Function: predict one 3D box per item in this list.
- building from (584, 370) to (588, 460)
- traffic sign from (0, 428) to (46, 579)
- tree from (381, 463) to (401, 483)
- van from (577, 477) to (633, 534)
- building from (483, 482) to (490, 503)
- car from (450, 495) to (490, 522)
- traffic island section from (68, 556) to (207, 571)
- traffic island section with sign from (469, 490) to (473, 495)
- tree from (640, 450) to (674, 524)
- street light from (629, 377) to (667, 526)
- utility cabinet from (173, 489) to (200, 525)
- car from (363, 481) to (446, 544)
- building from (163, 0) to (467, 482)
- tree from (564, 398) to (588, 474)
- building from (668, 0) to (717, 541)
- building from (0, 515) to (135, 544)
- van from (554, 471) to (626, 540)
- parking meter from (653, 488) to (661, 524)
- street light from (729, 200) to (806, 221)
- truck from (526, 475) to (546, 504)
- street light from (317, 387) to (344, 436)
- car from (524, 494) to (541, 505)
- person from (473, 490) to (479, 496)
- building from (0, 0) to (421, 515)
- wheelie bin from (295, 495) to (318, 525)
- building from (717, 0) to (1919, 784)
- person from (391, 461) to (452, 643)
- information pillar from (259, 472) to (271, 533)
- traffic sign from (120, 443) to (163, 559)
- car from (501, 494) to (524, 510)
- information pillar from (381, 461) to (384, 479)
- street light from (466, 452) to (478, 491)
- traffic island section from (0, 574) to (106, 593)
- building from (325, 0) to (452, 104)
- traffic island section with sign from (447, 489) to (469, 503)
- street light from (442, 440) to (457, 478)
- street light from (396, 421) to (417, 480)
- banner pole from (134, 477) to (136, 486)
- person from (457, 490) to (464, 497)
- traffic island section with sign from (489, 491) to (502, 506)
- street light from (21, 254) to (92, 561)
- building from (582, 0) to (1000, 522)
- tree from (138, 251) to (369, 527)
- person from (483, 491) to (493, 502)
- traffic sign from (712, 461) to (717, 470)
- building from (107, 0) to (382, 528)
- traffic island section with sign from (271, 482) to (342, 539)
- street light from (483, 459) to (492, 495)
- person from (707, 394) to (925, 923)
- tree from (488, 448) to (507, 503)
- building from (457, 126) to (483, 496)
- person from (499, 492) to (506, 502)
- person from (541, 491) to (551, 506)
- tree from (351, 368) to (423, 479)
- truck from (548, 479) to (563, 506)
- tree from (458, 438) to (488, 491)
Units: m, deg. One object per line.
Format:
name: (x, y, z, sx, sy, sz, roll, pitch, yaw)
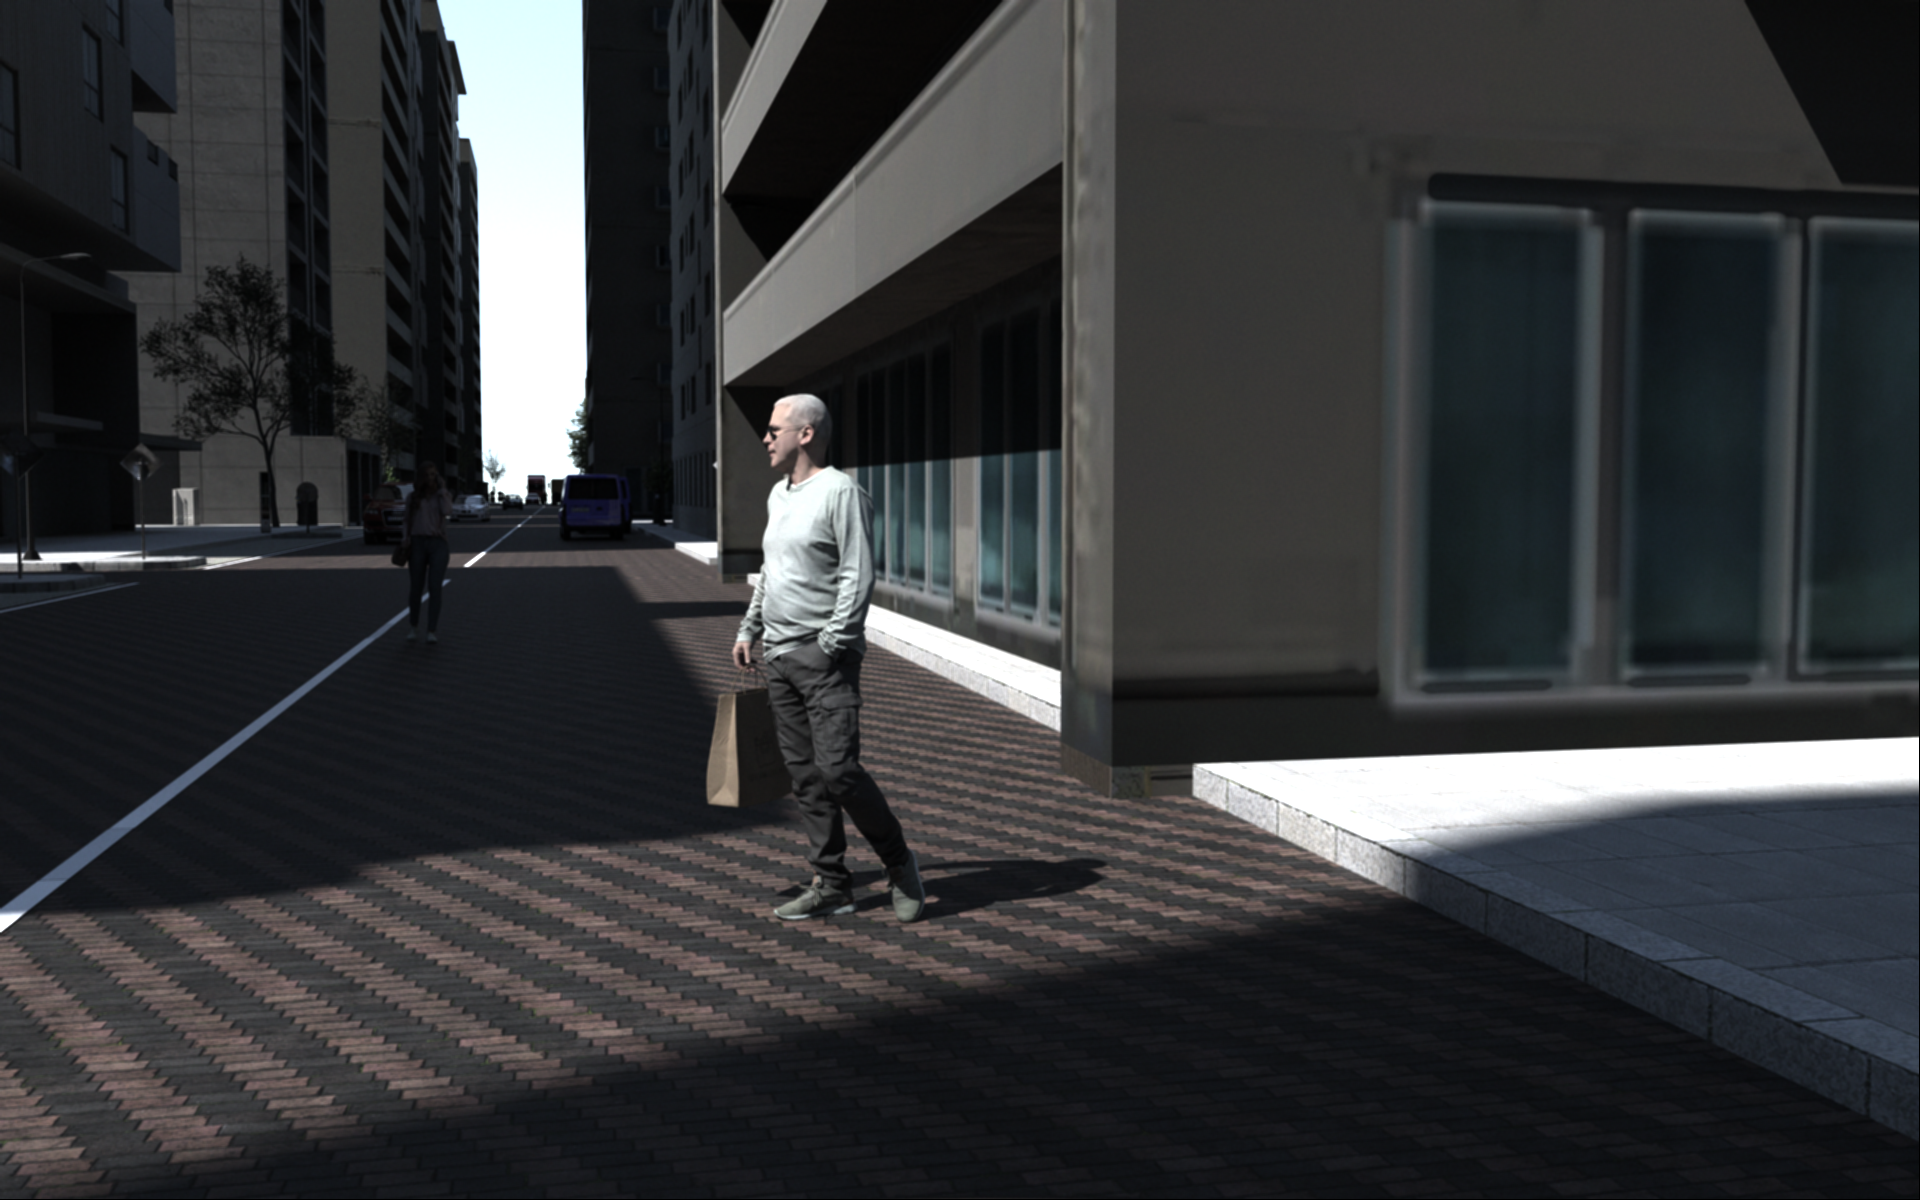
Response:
building: (-40.777, -25.036, 254.369, 27.650, 21.520, 28.899, -1, 4, -13)
traffic sign: (-14.226, -1.377, 26.159, 0.795, 2.450, 0.064, -1, 4, -13)
tree: (-35.004, -6.816, 106.047, 1.663, 3.219, 1.824, 0, 3, 0)
van: (-13.288, -3.670, 64.382, 2.240, 2.365, 5.245, -1, 4, -14)
building: (-83.402, -33.739, 243.516, 32.217, 40.220, 23.993, -1, 4, -13)
car: (-25.578, -4.774, 90.419, 2.083, 1.381, 4.827, -1, 4, -12)
traffic island section: (-16.042, -0.717, 33.997, 2.009, 0.180, 2.903, -1, 4, -13)
traffic island section with sign: (-44.608, -9.122, 157.773, 1.989, 1.847, 2.006, -1, 4, -13)
tree: (-13.146, -4.955, 75.608, 1.663, 3.219, 1.824, 0, 3, 0)
street light: (-12.381, -5.887, 68.795, 1.470, 5.913, 1.316, -1, 4, -13)
utility cabinet: (-31.276, -3.750, 69.984, 1.173, 1.500, 0.318, 2, 4, 26)
car: (-16.399, -2.606, 51.279, 2.281, 1.827, 5.304, -1, 4, -13)
building: (-71.277, -37.193, 197.341, 28.713, 52.752, 27.495, -1, 4, -13)
tree: (-40.177, -16.705, 191.255, 7.486, 12.596, 7.792, 0, 3, 0)
building: (6.339, -12.812, 54.509, 28.899, 21.520, 27.650, -1, 4, -13)
building: (-36.586, -27.765, 43.195, 28.713, 52.752, 27.495, -1, 4, -13)
van: (-11.852, -3.129, 55.538, 2.240, 2.365, 5.245, -1, 4, -14)
parking meter: (-12.941, -4.013, 74.024, 0.372, 1.533, 0.369, 0, 3, 0)
street light: (-2.952, -3.370, 27.637, 1.470, 5.913, 1.316, -1, 4, -13)
truck: (-62.060, -16.202, 253.819, 2.839, 4.237, 11.283, -1, 4, -12)
street light: (-27.012, -6.235, 74.478, 1.470, 5.913, 1.316, -1, 4, -13)
car: (-55.103, -13.102, 223.259, 2.155, 1.783, 4.494, -1, 4, -12)
person: (-44.742, -9.283, 160.234, 0.705, 1.831, 1.348, 2, 4, 34)
building: (-57.166, -33.501, 136.978, 28.713, 52.752, 27.495, -1, 4, -13)
wheelie bin: (-26.729, -3.858, 70.982, 0.693, 1.594, 0.980, 1, 4, 18)
building: (8.737, -24.193, 19.254, 21.300, 48.544, 21.600, -1, 4, -13)
person: (-5.225, -0.477, 16.881, 0.593, 1.750, 0.643, -1, 4, -10)
information pillar: (-22.855, -3.209, 56.959, 0.304, 2.012, 0.304, -2, 4, -26)
traffic sign: (-16.021, -1.853, 33.940, 0.795, 2.450, 0.064, -1, 4, -13)
car: (-40.586, -9.015, 157.187, 2.009, 1.686, 4.222, -1, 4, -13)
information pillar: (-34.951, -6.914, 104.400, 0.504, 3.616, 0.183, 1, 4, 18)
street light: (-53.407, -13.256, 189.280, 1.470, 5.913, 1.316, -1, 4, -13)
traffic island section: (-14.247, -0.241, 26.216, 2.009, 0.180, 2.903, -1, 4, -13)
building: (-58.913, -32.915, 161.854, 21.300, 48.544, 21.600, -1, 4, -13)
traffic island section with sign: (-38.440, -7.486, 131.022, 1.989, 1.847, 2.006, -1, 4, -13)
street light: (-44.085, -10.818, 149.416, 1.470, 5.913, 1.316, -1, 4, -13)
street light: (-34.739, -8.327, 108.691, 1.470, 5.913, 1.316, -1, 4, -13)
banner pole: (-32.838, -4.811, 68.669, 0.401, 3.779, 0.863, 0, 4, -2)
person: (-36.312, -7.145, 125.996, 0.551, 1.740, 0.621, -2, 4, -24)
traffic island section with sign: (-57.022, -12.414, 211.599, 1.989, 1.847, 2.006, -1, 4, -13)
street light: (-17.458, -3.728, 33.495, 1.470, 5.913, 1.316, -1, 4, -13)
building: (-10.824, -29.161, 100.489, 21.300, 48.544, 21.600, -1, 4, -13)
tree: (-26.665, -8.090, 66.688, 7.601, 10.594, 8.767, 2, 4, 33)
person: (-49.118, -10.475, 179.897, 1.348, 1.807, 0.705, -3, 5, -41)
traffic sign: (-4.815, -2.009, 36.494, 0.795, 2.450, 0.064, -1, 4, -13)
building: (-38.282, -39.199, 79.155, 20.563, 71.187, 20.611, -1, 4, -13)
traffic island section with sign: (-21.199, -2.915, 56.292, 1.989, 1.847, 2.006, -1, 4, -13)
street light: (-62.770, -15.747, 230.001, 1.470, 5.913, 1.316, -1, 4, -13)
person: (-0.514, 0.187, 5.937, 0.515, 1.767, 0.782, -3, 5, -40)
tree: (-70.572, -19.083, 262.368, 4.737, 8.622, 4.395, 0, 3, 0)
building: (-73.067, -36.605, 222.200, 21.300, 48.544, 21.600, -1, 4, -13)
person: (-62.034, -13.826, 235.371, 1.217, 1.723, 0.721, 0, 4, 5)
person: (-49.787, -12.214, 208.204, 1.348, 1.822, 0.705, 1, 4, 18)
tree: (-33.550, -9.204, 100.847, 4.360, 8.622, 3.978, 0, 3, 0)
truck: (-50.303, -13.628, 218.747, 3.469, 3.379, 9.791, -1, 4, -13)
tree: (-53.131, -14.146, 181.643, 4.737, 8.622, 4.395, 0, 3, 0)
